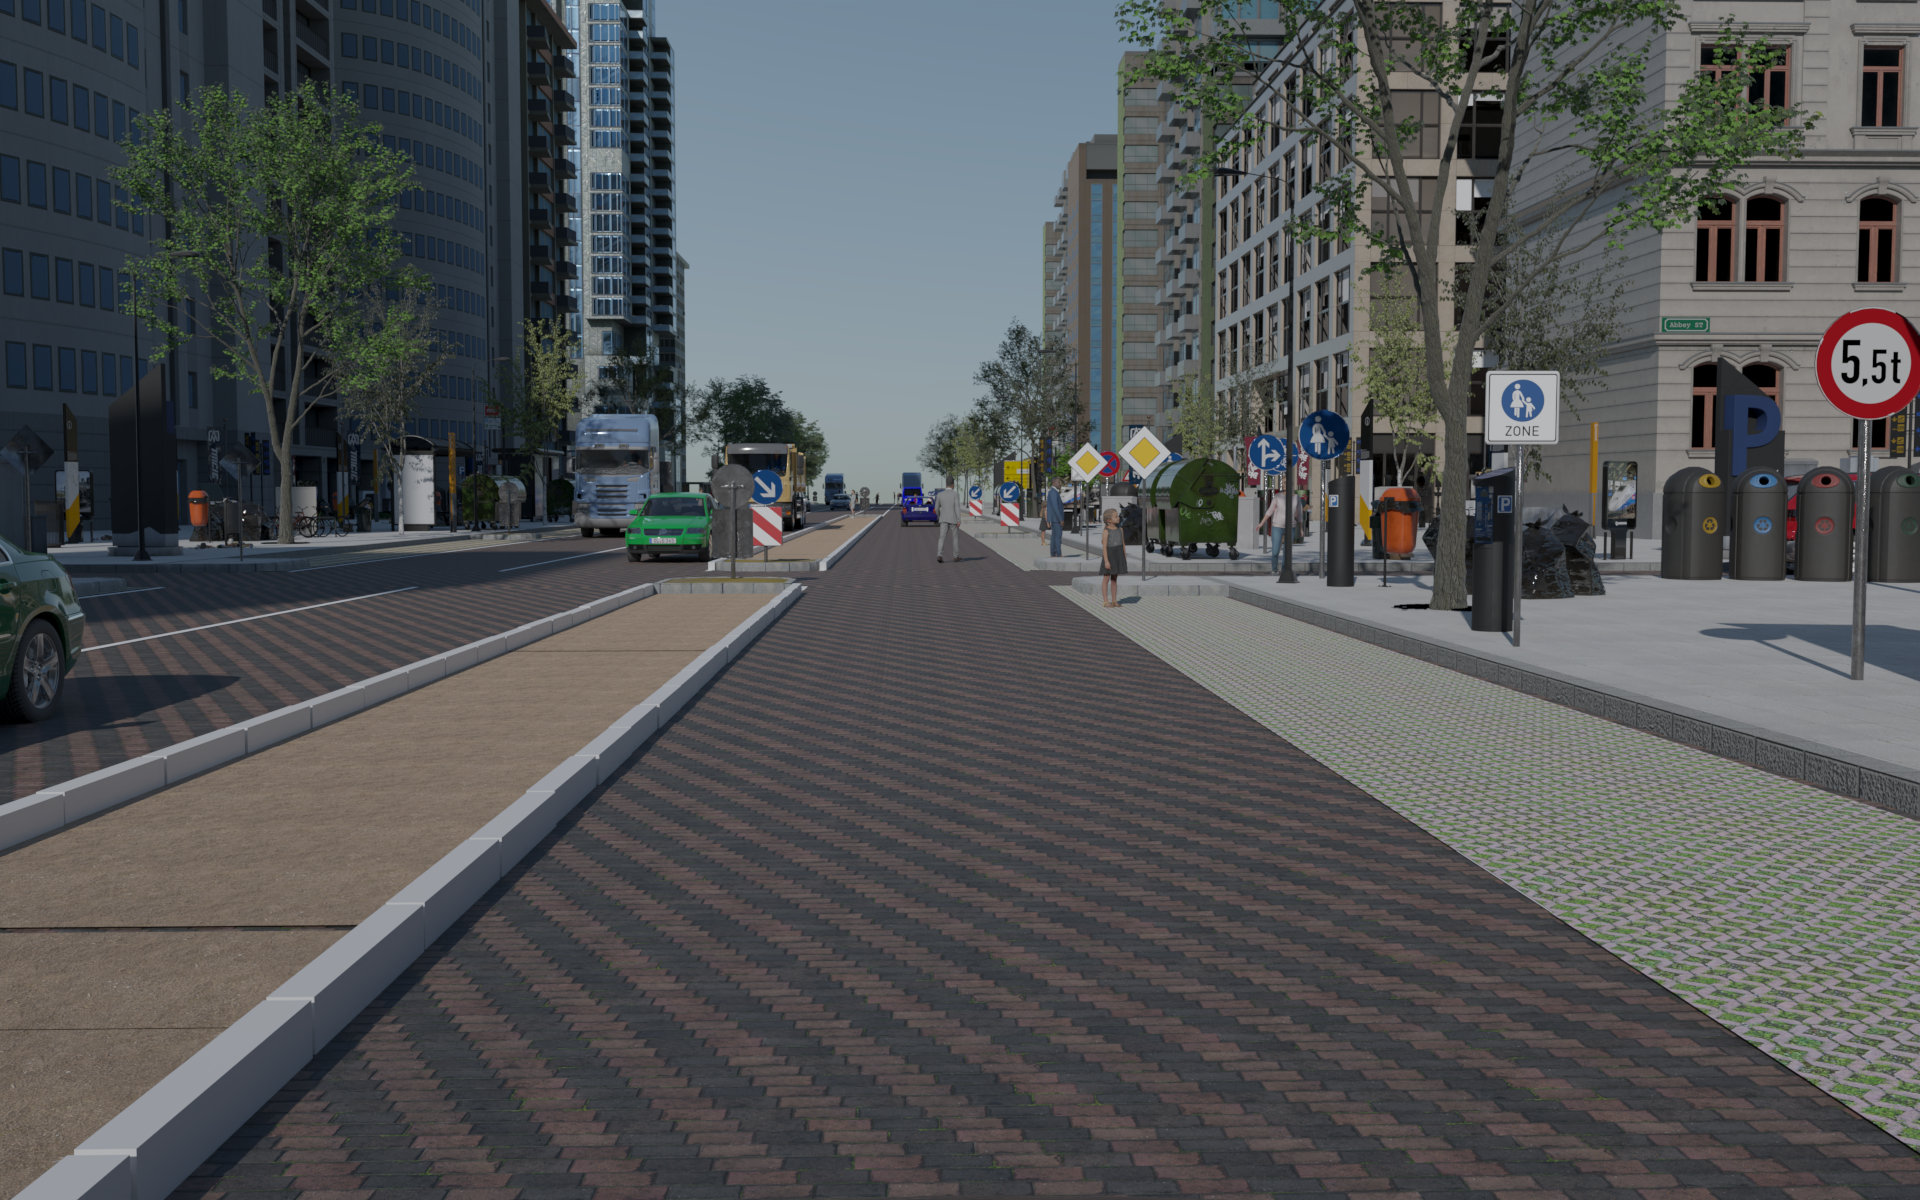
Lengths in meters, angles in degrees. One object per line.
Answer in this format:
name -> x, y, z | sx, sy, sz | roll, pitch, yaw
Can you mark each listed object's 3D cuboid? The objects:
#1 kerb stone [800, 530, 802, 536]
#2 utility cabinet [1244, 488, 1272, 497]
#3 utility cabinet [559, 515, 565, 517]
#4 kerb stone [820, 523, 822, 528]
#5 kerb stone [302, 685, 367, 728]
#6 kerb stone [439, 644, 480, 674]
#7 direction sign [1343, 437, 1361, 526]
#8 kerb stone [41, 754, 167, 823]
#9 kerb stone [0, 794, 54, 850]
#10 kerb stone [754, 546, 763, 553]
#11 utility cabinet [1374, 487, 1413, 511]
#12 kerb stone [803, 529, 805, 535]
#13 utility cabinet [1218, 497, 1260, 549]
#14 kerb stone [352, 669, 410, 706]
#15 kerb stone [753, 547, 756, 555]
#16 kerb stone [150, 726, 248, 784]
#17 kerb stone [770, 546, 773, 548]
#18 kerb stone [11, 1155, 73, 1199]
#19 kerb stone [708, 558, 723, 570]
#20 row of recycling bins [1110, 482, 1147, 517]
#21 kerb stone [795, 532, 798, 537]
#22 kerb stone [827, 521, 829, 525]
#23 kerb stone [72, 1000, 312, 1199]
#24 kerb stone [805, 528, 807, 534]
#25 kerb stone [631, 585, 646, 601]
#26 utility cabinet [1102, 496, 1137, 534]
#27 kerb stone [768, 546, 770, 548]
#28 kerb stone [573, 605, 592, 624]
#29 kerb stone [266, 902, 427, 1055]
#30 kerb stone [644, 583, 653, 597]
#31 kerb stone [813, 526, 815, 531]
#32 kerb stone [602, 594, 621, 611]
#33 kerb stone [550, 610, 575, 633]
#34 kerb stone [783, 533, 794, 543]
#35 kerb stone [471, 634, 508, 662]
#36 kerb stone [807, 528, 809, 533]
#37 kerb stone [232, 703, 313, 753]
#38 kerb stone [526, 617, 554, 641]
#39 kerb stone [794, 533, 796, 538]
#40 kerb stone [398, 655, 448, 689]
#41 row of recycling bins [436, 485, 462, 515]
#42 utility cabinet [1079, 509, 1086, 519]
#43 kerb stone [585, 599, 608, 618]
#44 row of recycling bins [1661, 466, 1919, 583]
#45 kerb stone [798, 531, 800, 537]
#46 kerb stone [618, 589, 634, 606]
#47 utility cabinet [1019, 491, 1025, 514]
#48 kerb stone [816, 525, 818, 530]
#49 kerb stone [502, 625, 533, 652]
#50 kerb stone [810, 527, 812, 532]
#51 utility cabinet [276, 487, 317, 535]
kerb stone -> -5.441, -2.169, 57.691 | 0.120, 0.150, 1.000 | 0, 4, -2
utility cabinet -> 10.795, -3.320, 62.959 | 0.318, 1.500, 1.173 | -3, 5, -43
utility cabinet -> -22.014, -5.199, 93.683 | 1.173, 1.500, 0.318 | -2, 4, -26
kerb stone -> -5.862, -2.985, 71.001 | 0.120, 0.150, 1.000 | 0, 4, -2
kerb stone -> -4.010, 0.686, 11.023 | 0.120, 0.150, 1.000 | 0, 4, -2
kerb stone -> -4.113, 0.495, 14.102 | 0.120, 0.150, 1.000 | 0, 4, -2
direction sign -> 15.646, -4.702, 68.868 | 0.876, 3.537, 0.379 | 3, 4, 36
kerb stone -> -3.930, 0.871, 7.955 | 0.120, 0.150, 1.000 | 0, 4, -2
kerb stone -> -3.891, 0.937, 6.933 | 0.120, 0.150, 1.000 | 0, 4, -2
kerb stone -> -4.980, -1.231, 42.322 | 0.120, 0.150, 1.000 | 0, 4, -2
utility cabinet -> 12.864, -2.616, 51.446 | 0.318, 1.500, 1.173 | -3, 4, -38
kerb stone -> -5.517, -2.296, 59.742 | 0.120, 0.150, 1.000 | 0, 4, -2
utility cabinet -> 6.477, -1.793, 40.481 | 1.020, 1.237, 0.306 | 3, 4, 36
kerb stone -> -4.046, 0.621, 12.044 | 0.120, 0.150, 1.000 | 0, 4, -2
kerb stone -> -4.914, -1.105, 40.262 | 0.120, 0.150, 1.000 | 0, 4, -2
kerb stone -> -3.959, 0.808, 8.979 | 0.120, 0.150, 1.000 | 0, 4, -2
kerb stone -> -5.080, -1.418, 45.399 | 0.120, 0.150, 1.000 | 0, 4, -2
kerb stone -> -1.659, 1.184, 2.872 | 0.120, 0.150, 1.000 | 0, 4, -2
kerb stone -> -4.691, -0.666, 33.091 | 0.120, 0.150, 1.000 | 0, 4, -2
row of recycling bins -> 6.644, -3.114, 58.028 | 3.534, 1.692, 1.069 | -2, 4, -28
kerb stone -> -5.388, -2.046, 55.644 | 0.120, 0.150, 1.000 | 0, 4, -2
kerb stone -> -6.044, -3.362, 77.157 | 0.120, 0.150, 1.000 | 0, 4, -2
kerb stone -> -1.689, 1.119, 3.893 | 0.120, 0.150, 1.000 | 0, 4, -2
kerb stone -> -5.548, -2.359, 60.769 | 0.120, 0.150, 1.000 | 0, 4, -2
kerb stone -> -4.396, -0.069, 23.322 | 0.120, 0.150, 1.000 | 0, 4, -2
utility cabinet -> 4.614, -2.384, 50.133 | 1.020, 1.237, 0.306 | 2, 4, 34
kerb stone -> -5.037, -1.356, 44.368 | 0.120, 0.150, 1.000 | 0, 4, -2
kerb stone -> -4.266, 0.191, 19.232 | 0.120, 0.150, 1.000 | 0, 4, -2
kerb stone -> -1.722, 1.057, 4.918 | 0.120, 0.150, 1.000 | 0, 4, -2
kerb stone -> -4.421, -0.131, 24.344 | 0.120, 0.150, 1.000 | 0, 4, -2
kerb stone -> -5.710, -2.670, 65.876 | 0.120, 0.150, 1.000 | 0, 4, -2
kerb stone -> -4.335, 0.057, 21.277 | 0.120, 0.150, 1.000 | 0, 4, -2
kerb stone -> -4.235, 0.244, 18.203 | 0.120, 0.150, 1.000 | 0, 4, -2
kerb stone -> -5.323, -1.921, 53.596 | 0.120, 0.150, 1.000 | 0, 4, -2
kerb stone -> -4.145, 0.433, 15.124 | 0.120, 0.150, 1.000 | 0, 4, -2
kerb stone -> -5.577, -2.415, 61.791 | 0.120, 0.150, 1.000 | 0, 4, -2
kerb stone -> -3.984, 0.746, 10.001 | 0.120, 0.150, 1.000 | 0, 4, -2
kerb stone -> -4.212, 0.307, 17.181 | 0.120, 0.150, 1.000 | 0, 4, -2
kerb stone -> -5.354, -1.979, 54.623 | 0.120, 0.150, 1.000 | 0, 4, -2
kerb stone -> -4.081, 0.558, 13.076 | 0.120, 0.150, 1.000 | 0, 4, -2
row of recycling bins -> -23.371, -4.574, 81.890 | 3.534, 1.692, 1.069 | -2, 4, -33
utility cabinet -> 6.513, -4.806, 89.739 | 0.306, 1.237, 1.020 | -1, 4, -19
kerb stone -> -4.296, 0.119, 20.256 | 0.120, 0.150, 1.000 | 0, 4, -2
row of recycling bins -> 12.331, -1.139, 25.744 | 3.534, 1.692, 1.069 | 1, 4, 17
kerb stone -> -5.415, -2.108, 56.666 | 0.120, 0.150, 1.000 | 0, 4, -2
kerb stone -> -4.364, -0.002, 22.300 | 0.120, 0.150, 1.000 | 0, 4, -2
utility cabinet -> 3.732, -6.100, 108.408 | 0.318, 1.500, 1.173 | -1, 4, -20
kerb stone -> -5.765, -2.796, 67.922 | 0.120, 0.150, 1.000 | 0, 4, -2
kerb stone -> -4.176, 0.374, 16.159 | 0.120, 0.150, 1.000 | 0, 4, -2
kerb stone -> -5.646, -2.547, 63.833 | 0.120, 0.150, 1.000 | 0, 4, -2
utility cabinet -> -20.638, -2.763, 53.858 | 1.173, 1.500, 0.318 | -1, 4, -22
